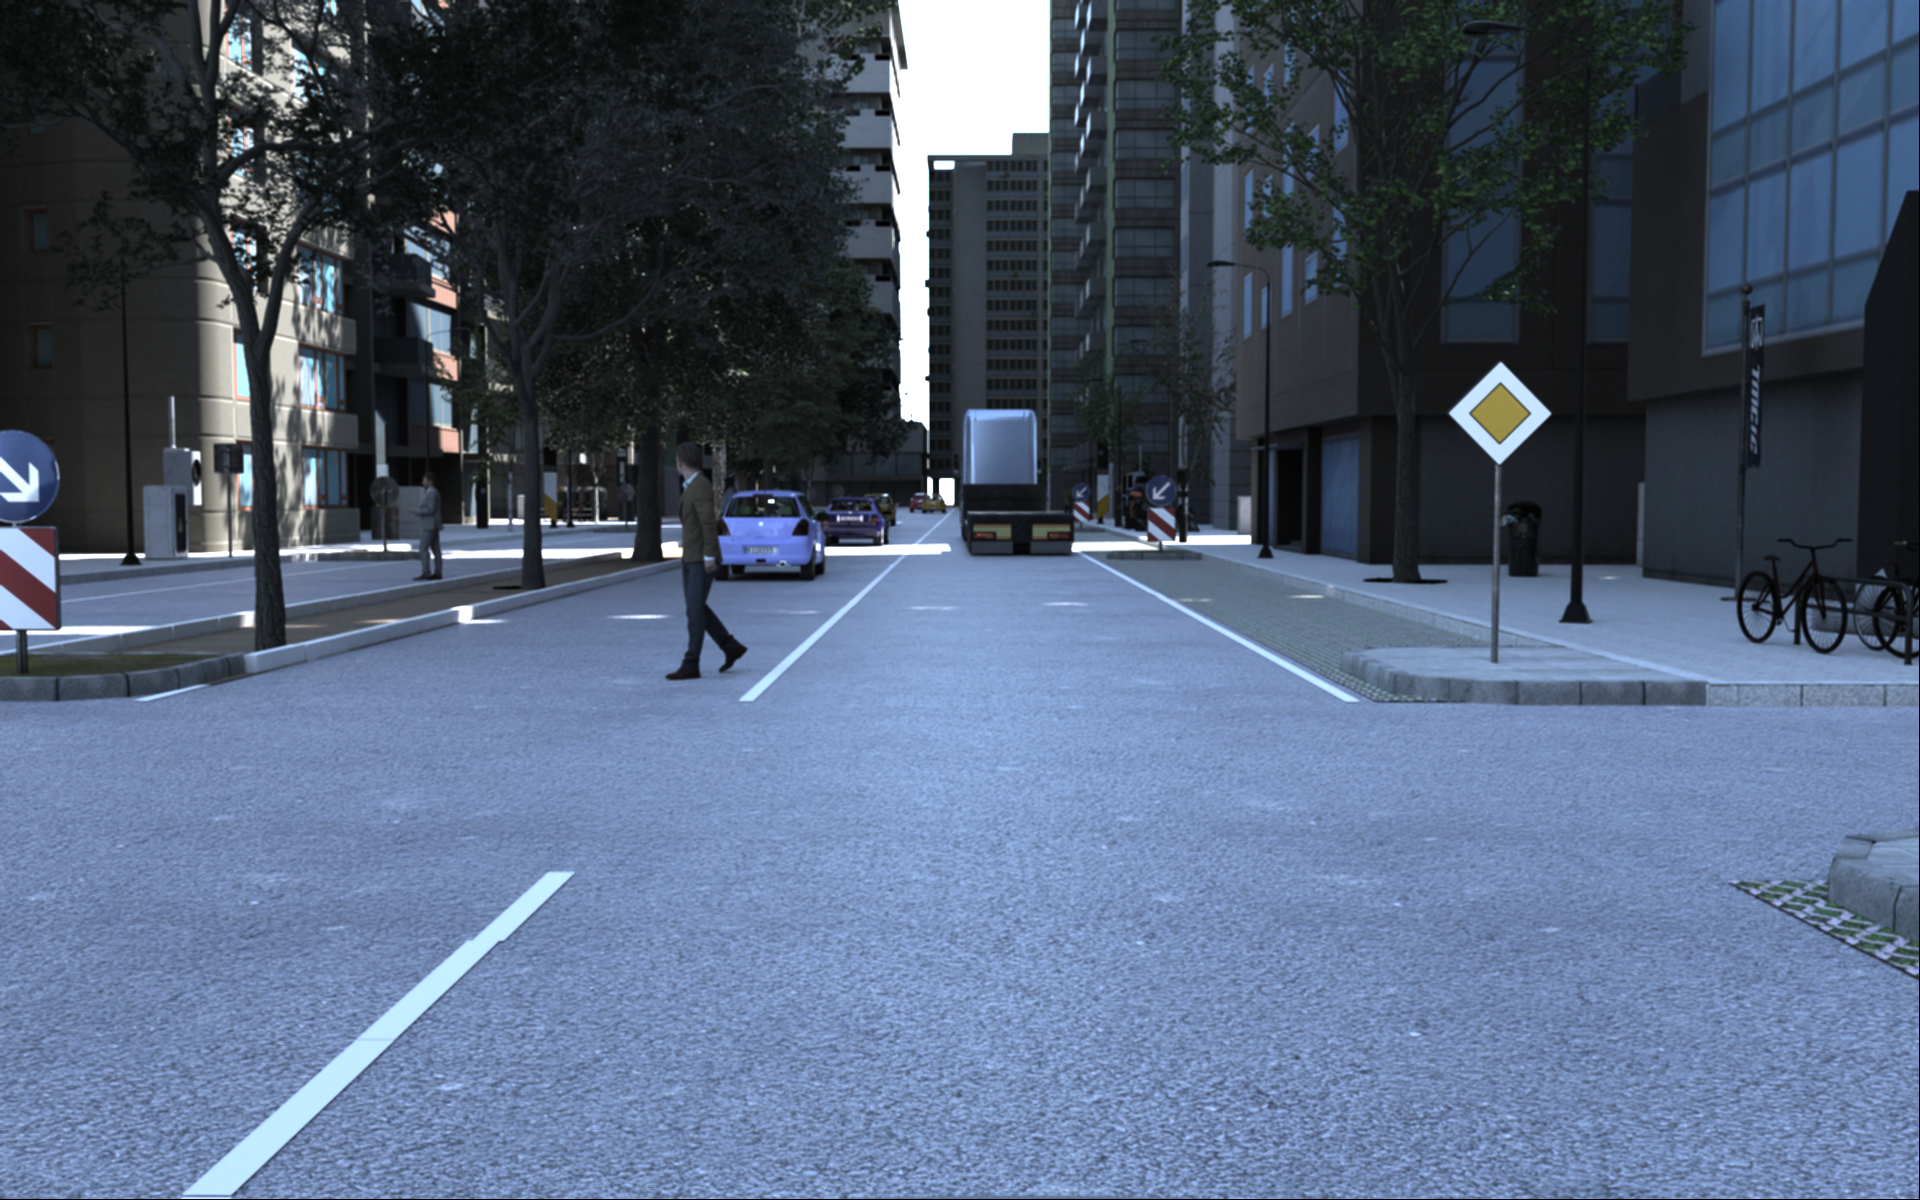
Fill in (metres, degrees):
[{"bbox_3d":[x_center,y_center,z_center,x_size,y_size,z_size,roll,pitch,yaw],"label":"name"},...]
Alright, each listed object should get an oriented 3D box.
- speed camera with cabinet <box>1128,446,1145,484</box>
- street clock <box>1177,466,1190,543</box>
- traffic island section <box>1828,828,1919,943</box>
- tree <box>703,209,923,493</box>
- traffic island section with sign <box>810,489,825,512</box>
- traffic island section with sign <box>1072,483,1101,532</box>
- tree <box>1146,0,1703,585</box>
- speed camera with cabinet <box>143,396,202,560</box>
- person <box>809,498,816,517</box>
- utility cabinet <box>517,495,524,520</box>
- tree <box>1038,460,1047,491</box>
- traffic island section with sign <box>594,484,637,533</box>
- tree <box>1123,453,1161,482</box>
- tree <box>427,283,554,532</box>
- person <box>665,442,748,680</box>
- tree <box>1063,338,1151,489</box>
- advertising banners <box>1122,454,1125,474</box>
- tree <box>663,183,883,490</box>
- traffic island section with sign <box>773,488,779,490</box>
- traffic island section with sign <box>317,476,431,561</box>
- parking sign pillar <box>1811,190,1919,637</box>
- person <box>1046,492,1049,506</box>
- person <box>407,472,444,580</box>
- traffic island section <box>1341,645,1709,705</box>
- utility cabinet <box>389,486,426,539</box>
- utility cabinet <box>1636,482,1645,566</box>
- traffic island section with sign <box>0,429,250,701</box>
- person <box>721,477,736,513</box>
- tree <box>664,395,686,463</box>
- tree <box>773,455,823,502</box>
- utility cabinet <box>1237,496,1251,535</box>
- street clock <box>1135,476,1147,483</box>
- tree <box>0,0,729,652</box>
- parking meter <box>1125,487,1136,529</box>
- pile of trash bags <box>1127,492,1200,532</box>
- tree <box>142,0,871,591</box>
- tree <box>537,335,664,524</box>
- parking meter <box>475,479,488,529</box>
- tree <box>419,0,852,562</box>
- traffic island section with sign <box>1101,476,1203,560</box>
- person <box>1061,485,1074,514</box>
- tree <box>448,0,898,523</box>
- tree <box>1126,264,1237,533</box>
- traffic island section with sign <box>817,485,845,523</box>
[{"bbox_3d":[7.130,-4.723,71.561,0.660,3.252,2.038,0,4,-6],"label":"speed camera with cabinet"},{"bbox_3d":[5.870,-2.504,45.505,0.358,2.002,0.471,1,4,23],"label":"street clock"},{"bbox_3d":[4.037,1.044,5.204,2.009,0.180,2.903,0,4,0],"label":"traffic island section"},{"bbox_3d":[-6.321,-8.992,66.485,9.611,12.733,9.660,0,3,0],"label":"tree"},{"bbox_3d":[-12.072,-8.175,142.295,1.989,1.847,2.006,0,4,0],"label":"traffic island section with sign"},{"bbox_3d":[4.417,-3.461,65.223,1.989,1.847,2.006,0,4,0],"label":"traffic island section with sign"},{"bbox_3d":[6.306,-6.059,24.823,9.928,11.665,9.643,0,3,0],"label":"tree"},{"bbox_3d":[-15.666,-2.455,34.472,0.660,3.252,2.038,-1,4,-9],"label":"speed camera with cabinet"},{"bbox_3d":[-4.574,-2.422,52.372,0.425,1.301,0.394,-2,4,-33],"label":"person"},{"bbox_3d":[-21.507,-4.594,86.276,1.020,1.237,0.306,0,4,7],"label":"utility cabinet"},{"bbox_3d":[7.883,-11.144,165.923,4.285,4.588,4.351,0,3,0],"label":"tree"},{"bbox_3d":[-12.560,-3.448,64.995,1.989,1.847,2.006,0,4,0],"label":"traffic island section with sign"},{"bbox_3d":[7.854,-4.893,74.596,1.663,3.219,1.824,0,3,0],"label":"tree"},{"bbox_3d":[-15.426,-6.607,58.390,4.737,8.622,4.395,0,3,0],"label":"tree"},{"bbox_3d":[-2.040,-0.320,13.640,0.656,1.842,0.836,3,5,43],"label":"person"},{"bbox_3d":[6.966,-8.104,82.858,4.737,8.622,4.395,0,3,0],"label":"tree"},{"bbox_3d":[7.402,-4.935,76.876,0.090,3.025,2.074,1,4,18],"label":"advertising banners"},{"bbox_3d":[-6.488,-8.396,57.858,7.486,12.596,7.792,0,3,0],"label":"tree"},{"bbox_3d":[-12.243,-6.527,115.341,1.989,1.847,2.006,0,4,0],"label":"traffic island section with sign"},{"bbox_3d":[-12.731,-1.790,37.902,1.989,1.847,2.006,0,4,0],"label":"traffic island section with sign"},{"bbox_3d":[8.756,-1.688,16.068,1.447,3.967,1.447,1,4,14],"label":"parking sign pillar"},{"bbox_3d":[4.168,-4.709,85.333,0.795,1.843,0.661,3,4,36],"label":"person"},{"bbox_3d":[-8.935,-1.239,28.961,0.583,1.804,0.606,-1,4,-12],"label":"person"},{"bbox_3d":[4.087,0.556,13.189,2.009,0.180,2.903,0,4,0],"label":"traffic island section"},{"bbox_3d":[-15.747,-2.484,49.285,1.173,1.500,0.318,2,4,24],"label":"utility cabinet"},{"bbox_3d":[12.497,-1.337,30.541,1.173,1.500,0.318,-1,4,-22],"label":"utility cabinet"},{"bbox_3d":[-6.697,-0.292,12.916,2.006,1.907,1.989,0,4,0],"label":"traffic island section with sign"},{"bbox_3d":[-4.935,-1.743,37.265,0.793,1.790,0.793,-3,5,-41],"label":"person"},{"bbox_3d":[-15.733,-8.371,87.226,4.360,8.622,3.978,0,3,0],"label":"tree"},{"bbox_3d":[-6.567,-7.472,74.993,4.360,8.622,3.978,0,3,0],"label":"tree"},{"bbox_3d":[9.182,-2.621,54.015,1.020,1.237,0.306,0,4,-4],"label":"utility cabinet"},{"bbox_3d":[7.234,-3.958,69.276,0.358,2.002,0.471,3,5,41],"label":"street clock"},{"bbox_3d":[-6.159,-4.814,15.575,8.767,10.594,7.601,0,4,0],"label":"tree"},{"bbox_3d":[6.231,-3.359,63.324,0.372,1.533,0.369,0,3,0],"label":"parking meter"},{"bbox_3d":[6.777,-3.069,59.931,1.912,1.369,3.447,-2,4,-25],"label":"pile of trash bags"},{"bbox_3d":[-6.357,-6.884,25.374,12.009,13.543,11.850,0,3,0],"label":"tree"},{"bbox_3d":[-16.012,-7.636,75.211,4.360,8.622,3.978,0,3,0],"label":"tree"},{"bbox_3d":[-17.817,-3.596,64.512,0.399,1.863,0.255,-3,5,-40],"label":"parking meter"},{"bbox_3d":[-6.630,-7.784,36.374,9.857,13.997,8.962,0,3,0],"label":"tree"},{"bbox_3d":[4.255,-1.813,38.269,1.989,1.847,2.006,0,4,0],"label":"traffic island section with sign"},{"bbox_3d":[5.107,-4.471,81.514,0.656,1.842,0.836,0,4,-3],"label":"person"},{"bbox_3d":[-7.762,-11.569,47.505,12.611,20.169,13.585,0,3,0],"label":"tree"},{"bbox_3d":[7.577,-6.468,56.110,4.360,8.622,3.978,0,3,0],"label":"tree"},{"bbox_3d":[-6.241,-4.888,88.053,2.006,1.907,1.989,0,4,0],"label":"traffic island section with sign"}]
